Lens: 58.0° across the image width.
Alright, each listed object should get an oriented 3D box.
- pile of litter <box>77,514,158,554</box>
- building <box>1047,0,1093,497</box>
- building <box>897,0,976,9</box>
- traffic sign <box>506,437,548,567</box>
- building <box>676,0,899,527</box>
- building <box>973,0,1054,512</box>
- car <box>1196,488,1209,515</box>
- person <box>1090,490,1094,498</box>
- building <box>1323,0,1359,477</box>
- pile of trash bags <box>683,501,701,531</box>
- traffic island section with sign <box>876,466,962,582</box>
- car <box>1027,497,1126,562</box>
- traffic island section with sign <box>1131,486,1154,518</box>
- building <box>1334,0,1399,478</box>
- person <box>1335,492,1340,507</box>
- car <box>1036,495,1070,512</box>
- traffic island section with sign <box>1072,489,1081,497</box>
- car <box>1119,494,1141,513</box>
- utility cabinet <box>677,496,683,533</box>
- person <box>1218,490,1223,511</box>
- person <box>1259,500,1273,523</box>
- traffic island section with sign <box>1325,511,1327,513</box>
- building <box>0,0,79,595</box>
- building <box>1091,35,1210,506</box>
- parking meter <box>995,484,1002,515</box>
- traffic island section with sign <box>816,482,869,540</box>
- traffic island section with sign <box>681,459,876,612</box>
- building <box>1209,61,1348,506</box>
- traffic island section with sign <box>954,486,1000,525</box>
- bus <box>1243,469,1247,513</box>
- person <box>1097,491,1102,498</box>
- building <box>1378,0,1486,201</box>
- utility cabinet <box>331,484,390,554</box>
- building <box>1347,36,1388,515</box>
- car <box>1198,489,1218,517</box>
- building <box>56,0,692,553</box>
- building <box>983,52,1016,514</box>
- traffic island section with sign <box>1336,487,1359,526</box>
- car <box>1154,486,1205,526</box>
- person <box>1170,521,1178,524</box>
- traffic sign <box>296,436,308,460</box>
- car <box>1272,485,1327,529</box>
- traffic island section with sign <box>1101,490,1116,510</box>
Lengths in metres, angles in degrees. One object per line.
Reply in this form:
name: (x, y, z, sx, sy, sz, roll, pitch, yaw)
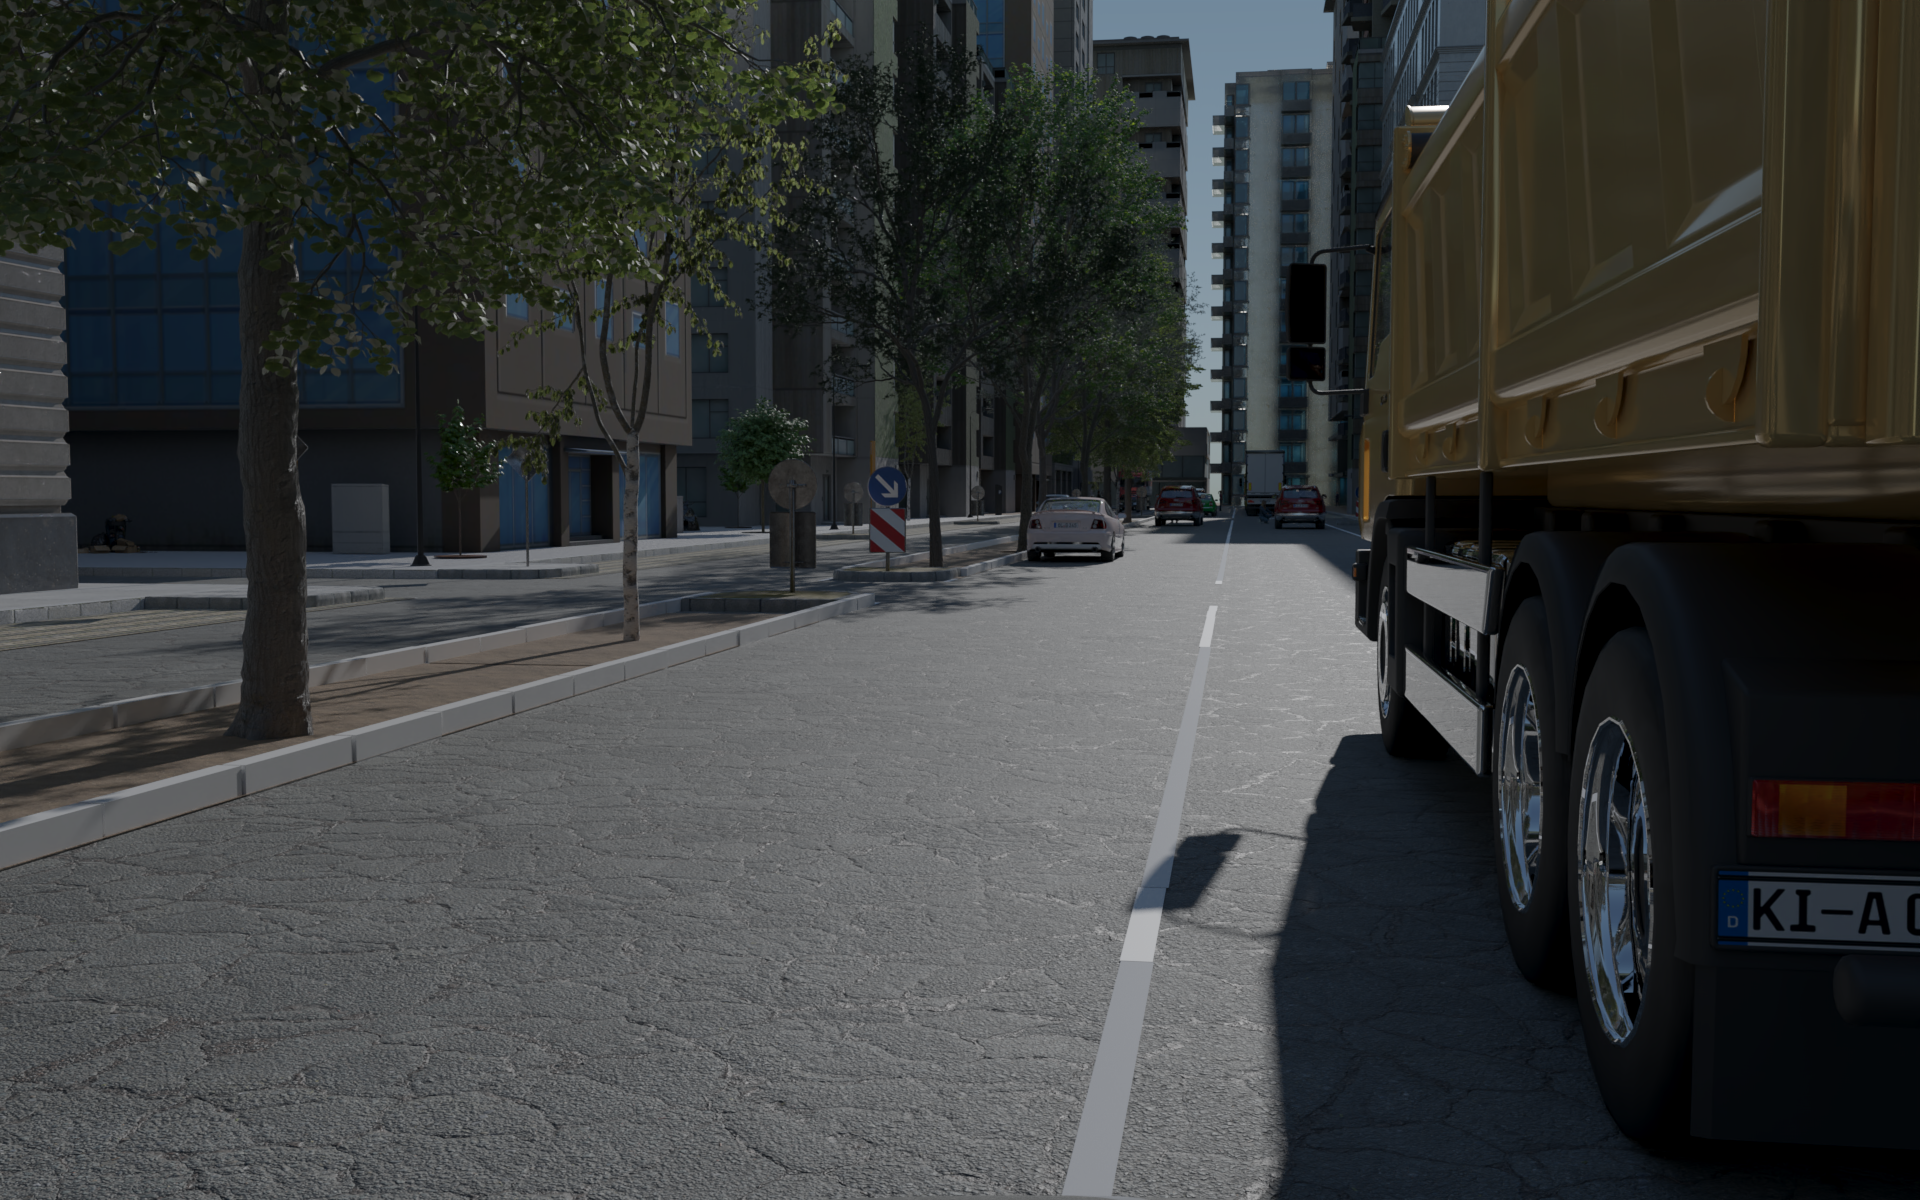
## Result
pile of litter: (-18.443, -1.453, 37.719, 1.719, 0.858, 1.176, 1, 4, 12)
building: (2.005, -44.745, 169.824, 20.611, 71.187, 20.563, 1, 4, 9)
building: (-6.913, -19.776, 95.044, 14.160, 30.474, 14.107, 1, 4, 9)
traffic sign: (-7.651, -1.649, 30.609, 0.795, 2.450, 0.064, 1, 4, 9)
building: (-10.850, -23.817, 73.009, 14.154, 41.232, 14.086, 1, 4, 9)
building: (-0.785, -29.196, 127.470, 14.600, 45.320, 14.200, 1, 4, 9)
car: (15.916, -6.676, 117.825, 2.281, 1.827, 5.304, 1, 4, 8)
person: (10.392, -7.725, 135.541, 0.721, 1.736, 1.217, 0, 4, -6)
building: (48.582, -34.911, 160.033, 28.713, 52.752, 27.495, 1, 4, 9)
pile of trash bags: (-10.709, -3.050, 59.620, 1.912, 1.369, 3.447, 3, 4, 38)
traffic island section with sign: (-1.098, -1.293, 29.274, 2.006, 1.907, 1.989, 1, 4, 9)
car: (2.585, -1.578, 38.162, 2.083, 1.381, 4.827, 1, 4, 10)
traffic island section with sign: (10.814, -5.831, 103.466, 2.006, 1.907, 1.989, 1, 4, 9)
building: (40.603, -29.229, 132.515, 22.147, 44.769, 28.867, 1, 4, 9)
person: (39.140, -10.416, 179.715, 0.530, 1.710, 0.541, -1, 4, -8)
car: (4.981, -4.750, 89.662, 2.014, 1.417, 4.499, 1, 4, 9)
traffic island section with sign: (8.884, -7.521, 131.597, 1.989, 1.847, 2.006, 1, 4, 9)
car: (13.170, -7.654, 134.934, 2.009, 1.686, 4.222, 0, 4, 8)
utility cabinet: (-9.638, -2.802, 56.981, 1.020, 1.237, 0.306, -2, 4, -30)
person: (21.947, -8.324, 145.315, 0.721, 1.743, 1.217, 1, 4, 15)
person: (14.974, -4.311, 84.491, 0.738, 1.151, 1.012, 3, 4, 38)
traffic island section with sign: (26.144, -7.320, 128.311, 1.989, 1.847, 2.006, 1, 4, 9)
building: (-21.880, -11.665, 19.609, 19.941, 23.489, 11.050, 1, 4, 9)
building: (15.287, -37.496, 202.301, 27.495, 52.752, 28.713, 1, 4, 9)
parking meter: (2.344, -6.061, 104.816, 0.399, 1.863, 0.255, -3, 4, -38)
traffic island section with sign: (-3.445, -2.831, 54.916, 1.989, 1.847, 2.006, 1, 4, 9)
traffic island section with sign: (-2.282, -0.846, 21.961, 2.006, 1.907, 1.989, 1, 4, 9)
building: (43.629, -35.147, 194.262, 30.456, 49.044, 23.786, 1, 4, 9)
traffic island section with sign: (0.833, -4.460, 81.552, 1.989, 1.847, 2.006, 1, 4, 9)
bus: (22.803, -8.510, 130.680, 2.896, 3.916, 12.252, 1, 4, 10)
person: (12.409, -8.851, 153.927, 0.721, 1.735, 1.217, -1, 4, -18)
building: (27.527, -18.854, 85.752, 11.434, 29.767, 29.804, 1, 4, 9)
utility cabinet: (-12.764, -1.726, 36.904, 1.173, 1.500, 0.318, 1, 4, 11)
building: (32.378, -20.842, 112.462, 14.160, 30.474, 14.107, 1, 4, 9)
car: (15.573, -6.268, 111.283, 1.959, 1.807, 4.718, 1, 4, 11)
building: (-15.837, -24.089, 43.963, 14.600, 45.320, 14.200, 1, 4, 9)
building: (-4.211, -20.883, 113.142, 14.160, 30.474, 14.107, 1, 4, 9)
traffic island section with sign: (18.293, -4.331, 79.436, 1.989, 1.847, 2.006, 1, 4, 9)
car: (9.999, -4.294, 78.881, 2.281, 1.827, 5.304, 1, 4, 10)
person: (10.446, -4.623, 84.294, 0.606, 1.804, 0.583, -2, 4, -29)
traffic sign: (-8.918, -1.167, 22.725, 0.795, 2.450, 0.064, 1, 4, 9)
car: (14.178, -3.895, 72.355, 2.281, 1.827, 5.304, 1, 4, 10)
traffic island section with sign: (13.335, -9.216, 159.311, 1.989, 1.847, 2.006, 1, 4, 9)
